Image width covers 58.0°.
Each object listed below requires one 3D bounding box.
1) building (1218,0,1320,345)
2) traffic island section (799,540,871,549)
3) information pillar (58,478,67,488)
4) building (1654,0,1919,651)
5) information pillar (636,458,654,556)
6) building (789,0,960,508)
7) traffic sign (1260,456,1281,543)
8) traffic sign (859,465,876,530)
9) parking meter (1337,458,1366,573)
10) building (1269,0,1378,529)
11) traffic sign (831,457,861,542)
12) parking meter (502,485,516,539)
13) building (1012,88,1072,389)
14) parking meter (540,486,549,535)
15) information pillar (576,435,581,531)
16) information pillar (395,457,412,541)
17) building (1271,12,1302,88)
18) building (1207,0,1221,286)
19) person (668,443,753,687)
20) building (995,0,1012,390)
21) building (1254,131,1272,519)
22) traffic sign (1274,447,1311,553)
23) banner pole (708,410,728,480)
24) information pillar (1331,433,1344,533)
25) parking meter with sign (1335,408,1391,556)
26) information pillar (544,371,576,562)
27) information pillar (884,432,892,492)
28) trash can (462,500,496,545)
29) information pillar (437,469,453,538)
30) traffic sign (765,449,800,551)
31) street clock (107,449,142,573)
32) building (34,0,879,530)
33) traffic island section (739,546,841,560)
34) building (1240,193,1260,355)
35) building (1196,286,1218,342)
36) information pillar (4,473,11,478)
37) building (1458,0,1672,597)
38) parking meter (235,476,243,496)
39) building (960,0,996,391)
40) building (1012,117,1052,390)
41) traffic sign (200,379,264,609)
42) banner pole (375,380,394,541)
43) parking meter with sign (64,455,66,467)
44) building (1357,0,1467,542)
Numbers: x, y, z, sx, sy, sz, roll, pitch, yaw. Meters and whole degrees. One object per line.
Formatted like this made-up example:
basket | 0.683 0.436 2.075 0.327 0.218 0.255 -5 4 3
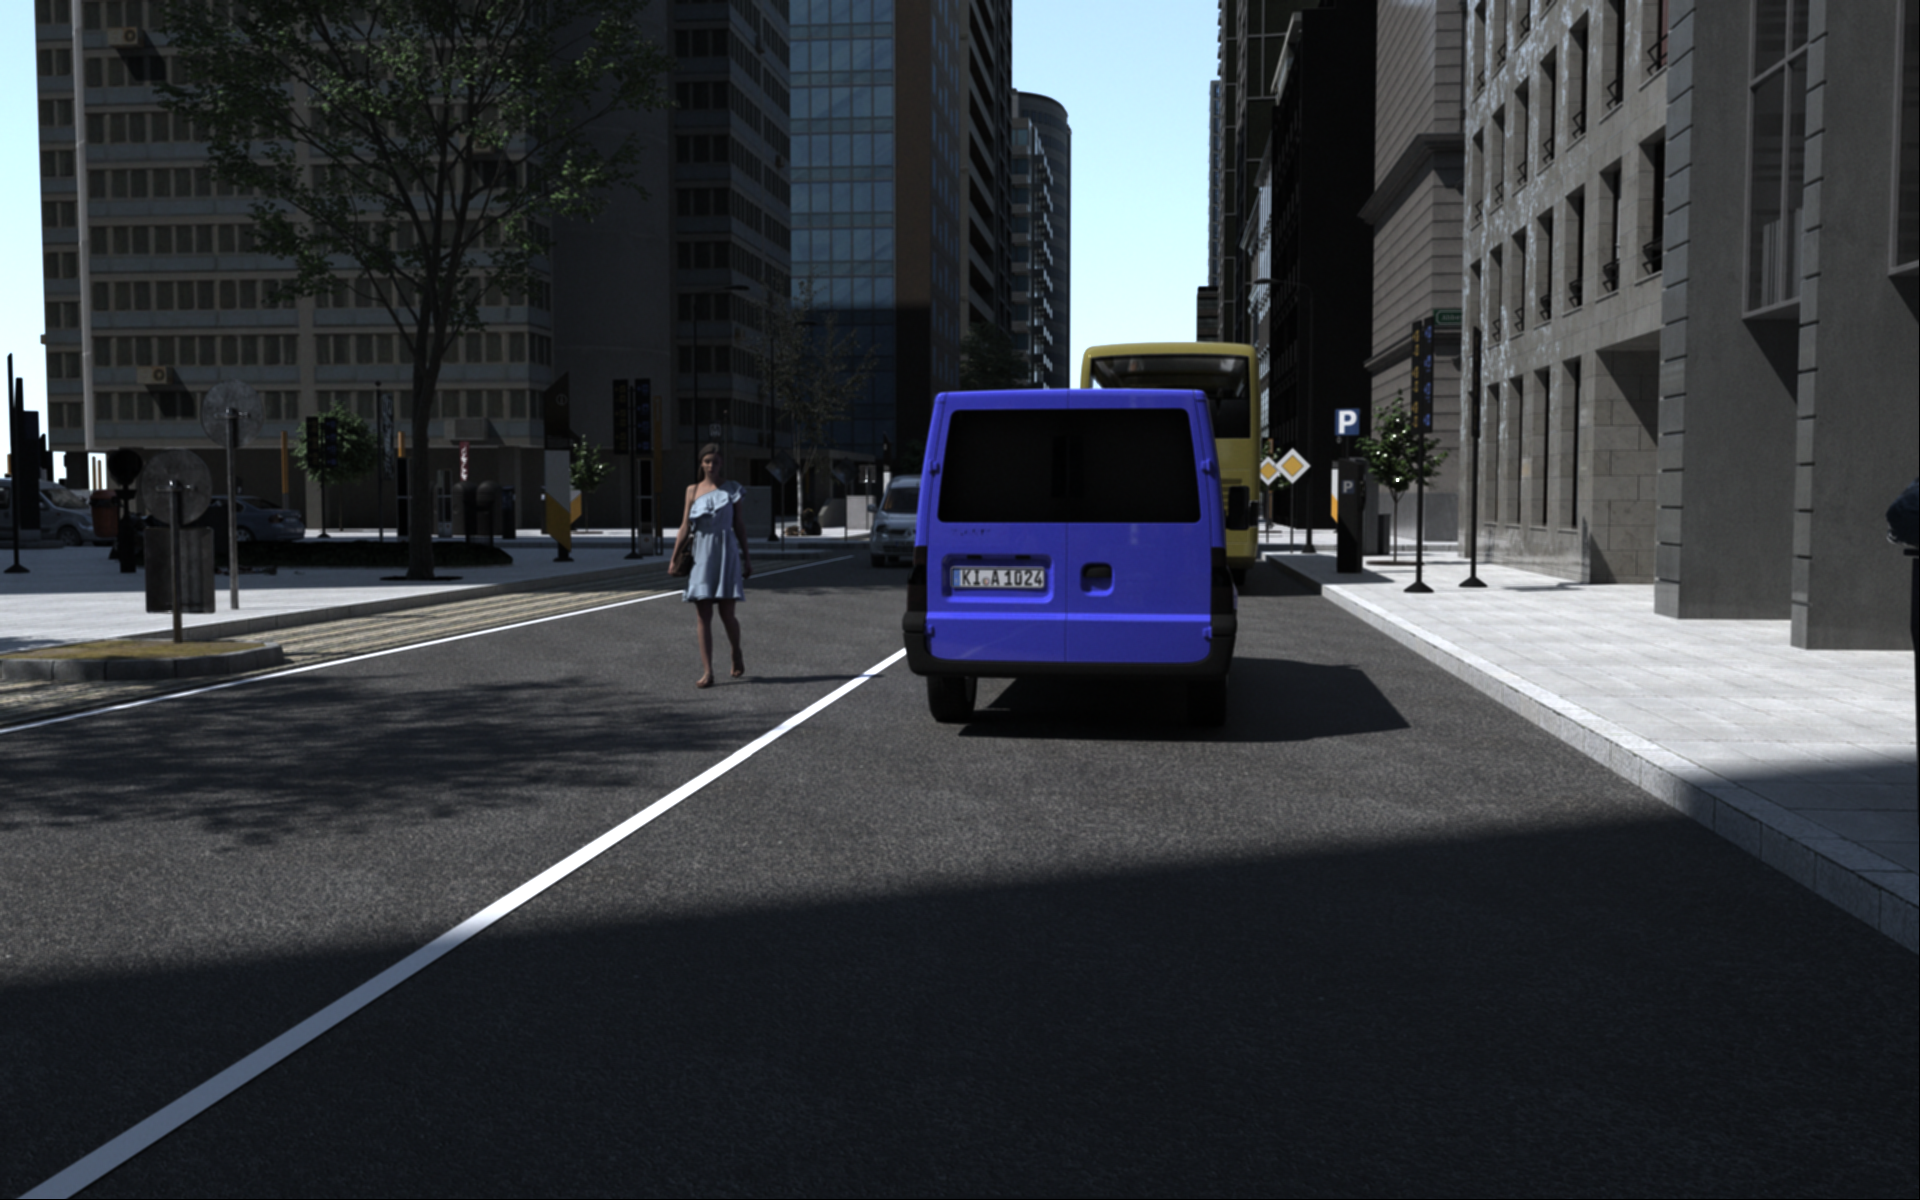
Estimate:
building | 41.370 -47.828 220.245 20.563 71.187 20.611 0 4 6
traffic island section | -3.093 -1.491 46.652 2.009 0.180 2.903 0 4 6
information pillar | -42.202 -4.713 81.542 0.304 2.012 0.304 0 4 -8
building | 11.165 -13.760 2.477 11.434 29.767 29.804 0 4 6
information pillar | -6.525 -1.921 35.907 0.304 2.012 0.304 -1 4 -17
building | -7.639 -27.459 99.073 14.600 45.320 14.200 0 4 6
traffic sign | 8.055 -2.550 45.329 0.795 2.450 0.064 0 4 6
traffic sign | -3.293 -3.630 61.482 0.606 2.300 0.079 1 4 11
parking meter | 6.362 -1.373 28.163 0.399 1.863 0.255 2 4 34
building | 19.184 -14.656 69.301 12.332 23.373 15.834 0 4 6
traffic sign | -3.068 -2.627 46.588 0.795 2.450 0.064 0 4 6
parking meter | -12.823 -2.495 49.204 0.372 1.533 0.369 0 3 0
building | 4.969 -43.468 252.697 21.231 58.520 28.212 0 4 6
parking meter | -13.114 -2.848 54.973 0.372 1.533 0.369 0 3 0
information pillar | -13.361 -4.191 59.872 0.504 3.616 0.183 -2 4 -27
information pillar | -10.919 -1.819 34.230 0.304 2.012 0.304 1 4 20
building | 37.331 -27.082 134.674 32.217 40.220 23.993 0 4 6
building | 46.276 -57.936 259.921 22.319 86.520 31.000 0 4 6
person | -1.883 -0.276 13.104 0.616 1.811 0.778 1 4 10
building | -3.129 -44.984 173.732 20.563 71.187 20.611 0 4 6
building | 20.274 -14.586 87.636 9.793 20.994 18.267 0 4 6
traffic sign | 7.167 -2.064 37.393 0.795 2.450 0.064 0 4 6
banner pole | -7.169 -3.776 51.756 0.863 3.779 0.401 -3 5 -41
information pillar | 12.493 -4.031 57.268 0.183 3.616 0.504 -2 4 -31
parking meter with sign | 8.429 -2.435 36.067 0.543 3.016 1.738 3 4 38
information pillar | -7.618 -2.536 32.825 0.504 3.616 0.183 -2 4 -35
information pillar | -2.740 -4.527 65.367 0.183 3.616 0.504 -2 4 -31
trash can | -10.815 -1.670 38.962 0.748 1.137 0.748 0 3 0
information pillar | -15.127 -2.835 50.851 0.304 2.012 0.304 3 5 40
traffic sign | -3.955 -2.141 38.652 0.795 2.450 0.064 0 4 6
street clock | -13.587 -1.447 28.228 0.471 2.002 0.358 -3 5 -42
building | -20.406 -23.286 72.611 32.217 40.220 23.993 0 4 6
traffic island section | -3.980 -1.005 38.717 2.009 0.180 2.903 0 4 6
building | 23.656 -16.576 107.173 11.583 22.565 21.152 0 4 6
building | 39.673 -28.625 239.716 14.160 30.474 14.107 0 4 6
information pillar | -33.624 -3.481 61.414 0.304 2.012 0.304 1 4 10
building | 14.400 -10.466 25.865 10.420 20.320 16.860 0 4 6
parking meter | -22.812 -2.991 54.608 0.255 1.863 0.399 1 4 11
building | -8.843 -31.149 132.980 21.300 48.544 21.600 0 4 6
building | 0.248 -36.902 222.950 23.786 49.044 30.456 0 4 6
traffic sign | -8.088 -1.170 19.235 0.768 2.556 0.104 1 4 10
banner pole | -12.645 -2.940 38.087 0.863 3.779 0.401 3 5 44
parking meter with sign | -38.696 -4.884 76.116 1.738 3.016 0.543 3 5 40
building | 24.251 -16.108 50.755 23.554 28.519 14.401 0 4 6
